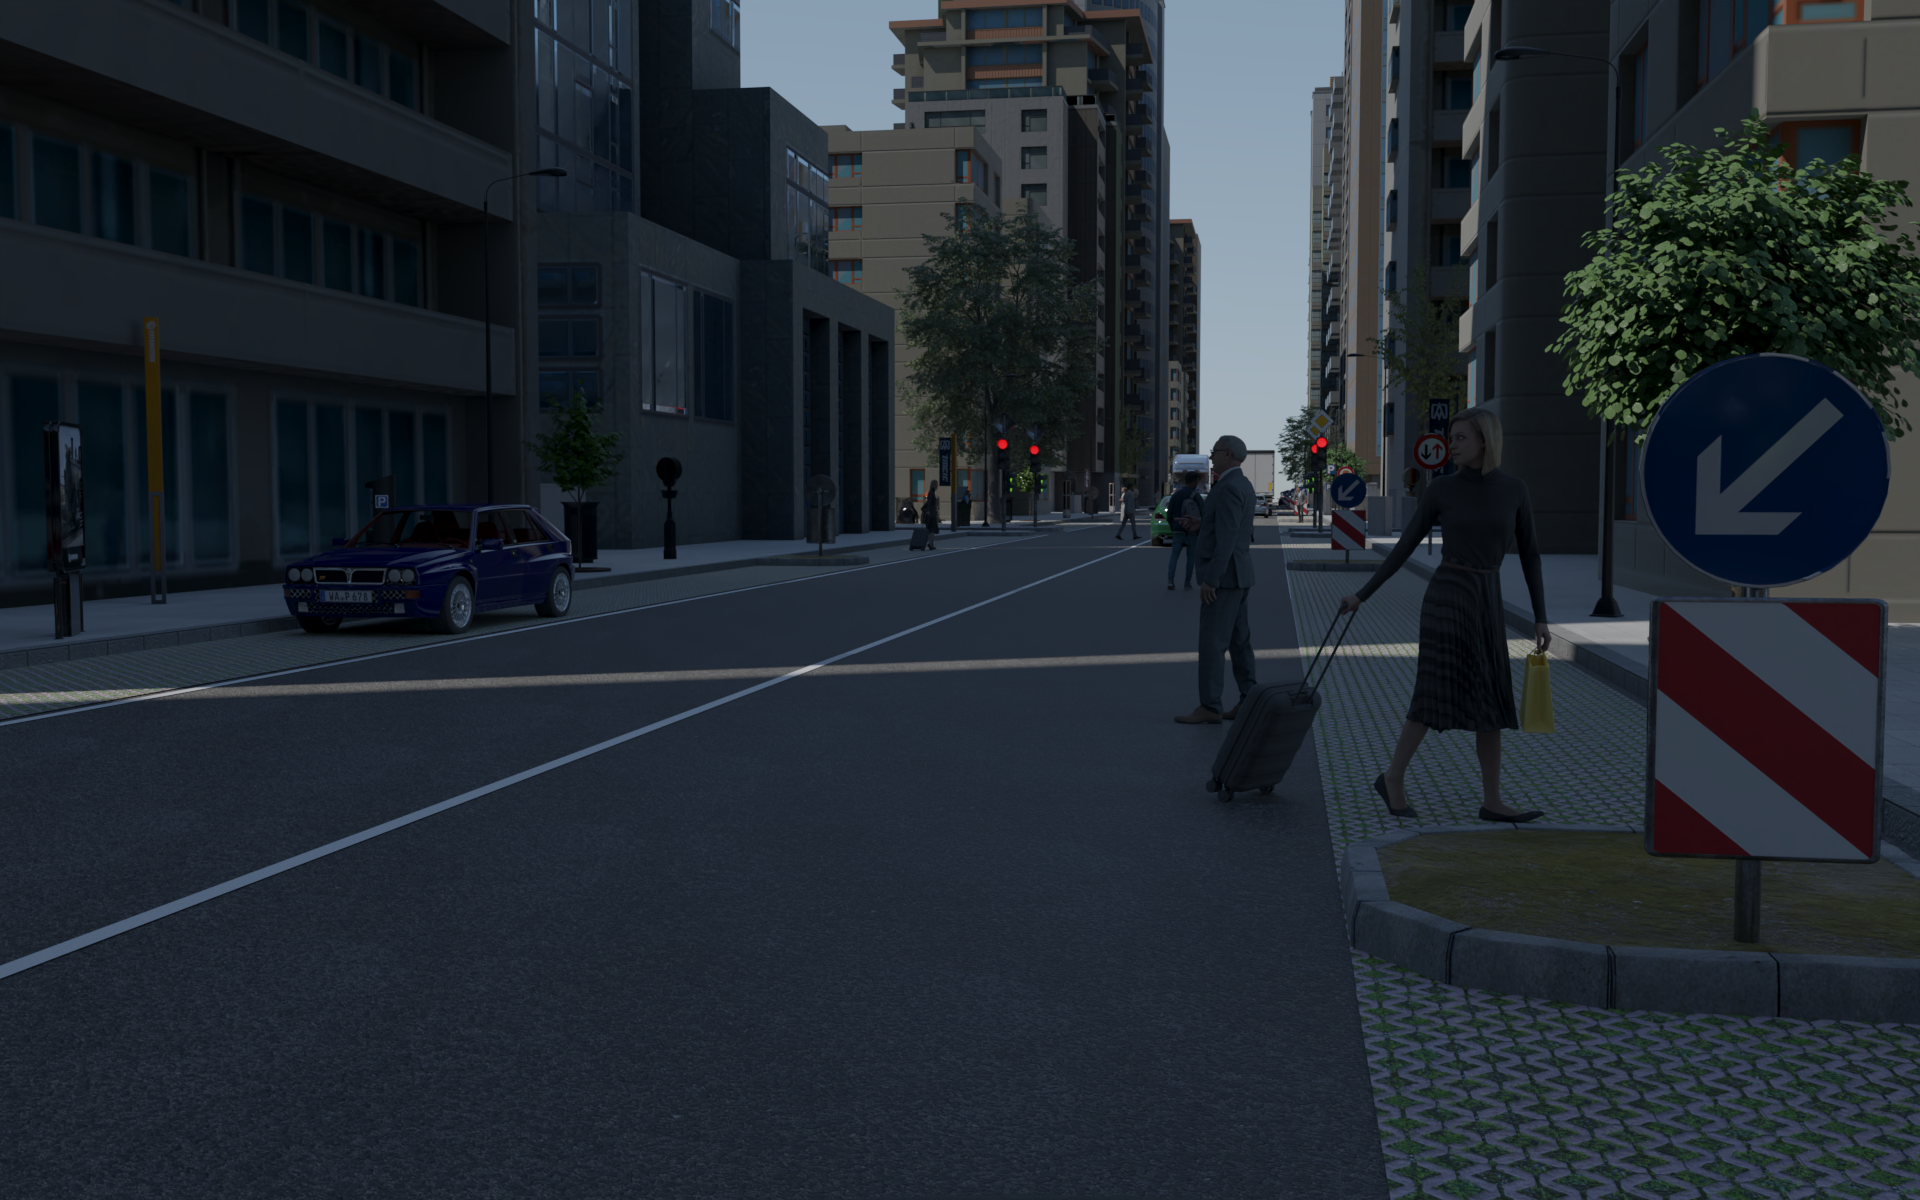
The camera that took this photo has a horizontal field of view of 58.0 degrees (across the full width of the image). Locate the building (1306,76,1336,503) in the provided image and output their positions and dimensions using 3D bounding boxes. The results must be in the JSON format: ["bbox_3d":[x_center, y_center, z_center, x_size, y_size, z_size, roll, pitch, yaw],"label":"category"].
[{"bbox_3d":[61.025,-43.294,249.849,21.231,58.520,28.212,1,4,10],"label":"building"}]

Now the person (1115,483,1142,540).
[{"bbox_3d":[5.287,-2.788,54.351,0.850,1.792,0.678,-1,4,-18],"label":"person"}]

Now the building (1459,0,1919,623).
[{"bbox_3d":[24.157,-11.223,28.538,27.650,21.520,28.899,1,4,10],"label":"building"}]

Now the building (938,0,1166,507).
[{"bbox_3d":[10.269,-39.331,185.059,21.231,58.520,28.212,1,4,10],"label":"building"}]

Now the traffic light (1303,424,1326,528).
[{"bbox_3d":[13.389,-4.673,65.330,0.839,4.253,0.868,1,4,10],"label":"traffic light"}]

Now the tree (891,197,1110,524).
[{"bbox_3d":[1.608,-10.317,75.334,9.857,13.997,8.962,0,3,0],"label":"tree"}]

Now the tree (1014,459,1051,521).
[{"bbox_3d":[3.213,-5.340,81.918,1.663,3.219,1.824,0,3,0],"label":"tree"}]

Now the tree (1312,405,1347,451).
[{"bbox_3d":[31.260,-11.883,144.655,4.360,8.622,3.978,0,3,0],"label":"tree"}]

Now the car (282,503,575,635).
[{"bbox_3d":[-5.676,-0.387,18.907,1.945,1.354,3.894,1,4,11],"label":"car"}]

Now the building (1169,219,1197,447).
[{"bbox_3d":[25.203,-37.570,268.893,22.147,44.769,28.867,1,4,10],"label":"building"}]

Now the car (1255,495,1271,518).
[{"bbox_3d":[17.653,-5.631,104.064,2.014,1.417,4.499,1,4,9],"label":"car"}]

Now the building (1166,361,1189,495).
[{"bbox_3d":[17.243,-24.263,241.742,27.650,21.520,28.899,1,4,10],"label":"building"}]

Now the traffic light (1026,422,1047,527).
[{"bbox_3d":[2.944,-4.788,67.197,0.839,4.253,0.868,1,4,10],"label":"traffic light"}]

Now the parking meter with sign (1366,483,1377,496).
[{"bbox_3d":[27.553,-7.316,115.880,1.738,3.016,0.543,0,4,0],"label":"parking meter with sign"}]

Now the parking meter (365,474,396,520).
[{"bbox_3d":[-7.376,-0.835,22.066,0.372,1.533,0.369,0,3,0],"label":"parking meter"}]

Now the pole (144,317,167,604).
[{"bbox_3d":[-9.349,-1.607,20.118,0.158,3.312,0.155,0,3,0],"label":"pole"}]

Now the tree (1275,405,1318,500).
[{"bbox_3d":[43.912,-18.480,220.280,7.486,12.596,7.792,0,3,0],"label":"tree"}]

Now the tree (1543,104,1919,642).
[{"bbox_3d":[6.656,-1.892,14.642,4.285,4.588,4.351,0,3,0],"label":"tree"}]

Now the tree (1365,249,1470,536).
[{"bbox_3d":[14.613,-6.272,52.905,4.737,8.622,4.395,0,3,0],"label":"tree"}]

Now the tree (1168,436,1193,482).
[{"bbox_3d":[27.728,-16.359,217.839,4.360,8.622,3.978,0,3,0],"label":"tree"}]

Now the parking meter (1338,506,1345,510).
[{"bbox_3d":[22.586,-5.929,102.643,0.399,1.863,0.255,3,5,45],"label":"parking meter"}]

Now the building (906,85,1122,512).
[{"bbox_3d":[4.170,-21.708,126.627,14.160,30.474,14.107,1,4,10],"label":"building"}]

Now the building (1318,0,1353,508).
[{"bbox_3d":[42.849,-43.831,154.893,20.563,71.187,20.611,1,4,10],"label":"building"}]

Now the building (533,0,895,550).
[{"bbox_3d":[-19.506,-45.086,49.820,31.000,86.520,22.319,1,4,10],"label":"building"}]

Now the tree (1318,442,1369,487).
[{"bbox_3d":[23.531,-7.556,107.257,4.285,4.588,4.351,0,3,0],"label":"tree"}]

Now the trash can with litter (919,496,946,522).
[{"bbox_3d":[-1.463,-4.293,81.255,1.678,1.210,2.233,3,4,37],"label":"trash can with litter"}]

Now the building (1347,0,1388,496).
[{"bbox_3d":[36.367,-29.278,128.805,14.600,45.320,14.200,1,4,10],"label":"building"}]

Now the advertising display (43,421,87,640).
[{"bbox_3d":[-8.074,-0.638,15.650,0.123,1.923,0.974,-1,4,-15],"label":"advertising display"}]

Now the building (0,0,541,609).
[{"bbox_3d":[-19.898,-24.321,21.352,21.300,48.544,21.600,1,4,10],"label":"building"}]

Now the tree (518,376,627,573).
[{"bbox_3d":[-6.225,-2.075,28.521,1.663,3.219,1.824,0,3,0],"label":"tree"}]

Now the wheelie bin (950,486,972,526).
[{"bbox_3d":[0.049,-3.738,69.020,0.980,1.594,0.693,3,4,38],"label":"wheelie bin"}]

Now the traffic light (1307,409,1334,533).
[{"bbox_3d":[11.967,-4.193,57.472,0.839,4.253,0.868,1,4,10],"label":"traffic light"}]

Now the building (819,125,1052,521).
[{"bbox_3d":[-10.359,-15.495,98.381,27.650,21.520,28.899,1,4,10],"label":"building"}]

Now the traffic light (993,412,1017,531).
[{"bbox_3d":[1.522,-4.307,59.339,0.839,4.253,0.868,1,4,10],"label":"traffic light"}]

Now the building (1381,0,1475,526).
[{"bbox_3d":[29.718,-27.632,75.483,21.600,48.544,21.300,1,4,10],"label":"building"}]

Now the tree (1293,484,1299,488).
[{"bbox_3d":[56.397,-18.053,289.772,1.663,3.219,1.824,0,3,0],"label":"tree"}]

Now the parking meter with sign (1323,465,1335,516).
[{"bbox_3d":[22.153,-6.601,104.194,0.543,3.016,1.738,0,4,3],"label":"parking meter with sign"}]

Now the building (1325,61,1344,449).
[{"bbox_3d":[49.790,-34.288,180.216,23.786,49.044,30.456,1,4,10],"label":"building"}]

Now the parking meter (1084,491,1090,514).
[{"bbox_3d":[8.270,-6.397,113.002,0.372,1.533,0.369,0,3,0],"label":"parking meter"}]

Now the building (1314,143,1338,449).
[{"bbox_3d":[49.517,-31.804,203.596,14.154,41.232,14.086,1,4,10],"label":"building"}]

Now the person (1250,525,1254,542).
[{"bbox_3d":[8.498,-2.641,51.649,0.622,1.834,0.822,0,4,0],"label":"person"}]

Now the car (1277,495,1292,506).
[{"bbox_3d":[36.481,-11.086,193.837,1.945,1.354,3.894,1,4,10],"label":"car"}]

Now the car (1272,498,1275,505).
[{"bbox_3d":[26.893,-8.870,154.057,2.155,1.783,4.494,1,4,11],"label":"car"}]

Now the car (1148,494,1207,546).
[{"bbox_3d":[6.330,-2.253,48.640,2.131,1.459,4.920,1,4,9],"label":"car"}]

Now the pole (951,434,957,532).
[{"bbox_3d":[-0.208,-3.974,58.813,0.158,3.312,0.155,0,3,0],"label":"pole"}]

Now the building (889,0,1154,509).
[{"bbox_3d":[5.839,-30.736,157.163,22.147,44.769,28.867,1,4,10],"label":"building"}]

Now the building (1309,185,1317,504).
[{"bbox_3d":[53.671,-33.435,230.251,14.154,41.232,14.086,1,4,10],"label":"building"}]

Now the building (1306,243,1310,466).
[{"bbox_3d":[67.095,-38.142,278.238,22.147,44.769,28.867,1,4,10],"label":"building"}]

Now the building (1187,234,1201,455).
[{"bbox_3d":[32.887,-39.096,289.332,14.600,45.320,14.200,1,4,10],"label":"building"}]

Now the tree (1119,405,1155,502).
[{"bbox_3d":[13.239,-11.531,138.898,4.737,8.622,4.395,0,3,0],"label":"tree"}]

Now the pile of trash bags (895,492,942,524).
[{"bbox_3d":[-1.664,-4.031,75.658,1.912,1.369,3.447,1,4,11],"label":"pile of trash bags"}]

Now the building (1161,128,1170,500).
[{"bbox_3d":[17.466,-33.979,205.674,14.600,45.320,14.200,1,4,10],"label":"building"}]
